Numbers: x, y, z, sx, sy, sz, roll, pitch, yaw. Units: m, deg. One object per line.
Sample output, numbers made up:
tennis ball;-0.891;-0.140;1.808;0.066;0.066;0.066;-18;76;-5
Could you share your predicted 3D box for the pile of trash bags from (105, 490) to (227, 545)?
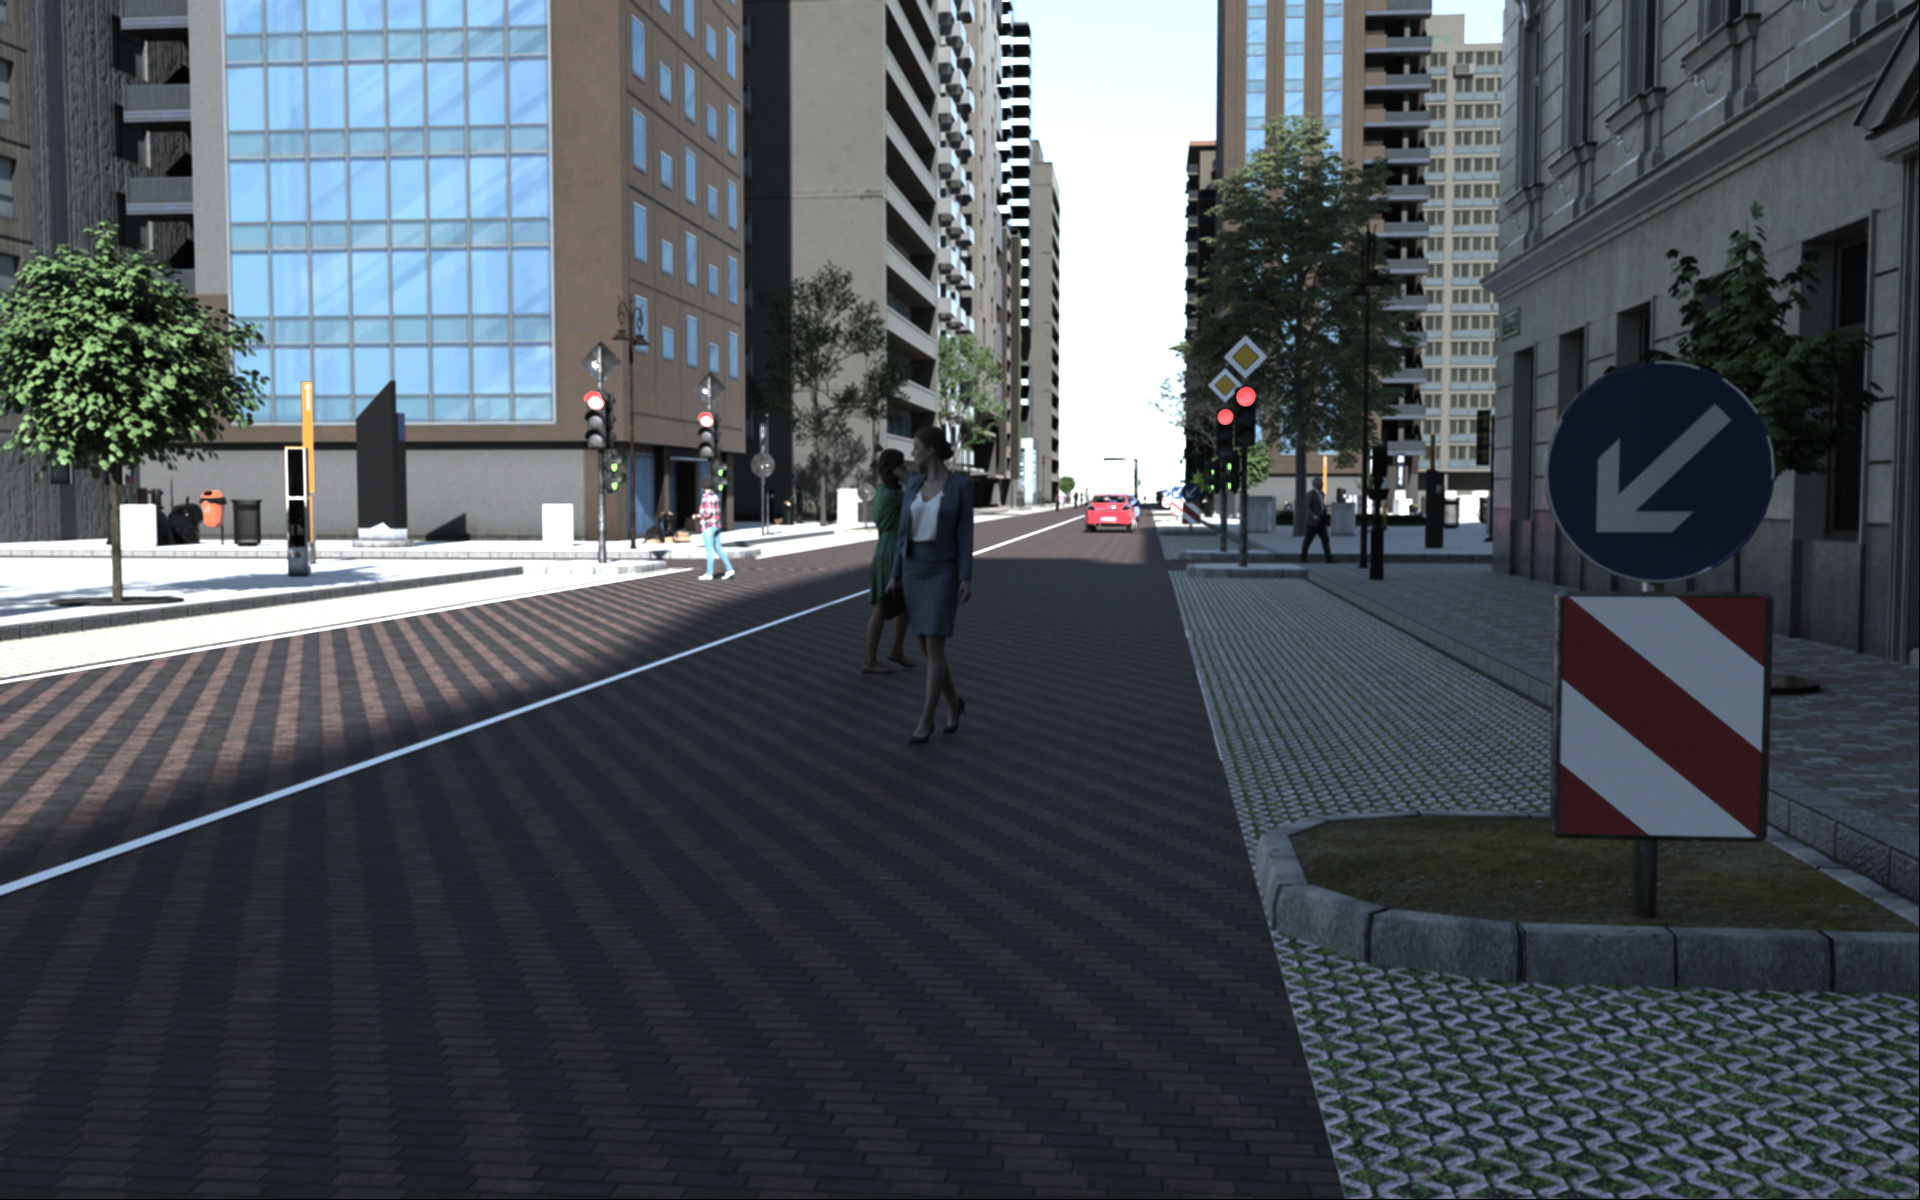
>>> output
pile of trash bags;-19.928;-2.089;43.900;3.447;1.369;1.912;2;4;24

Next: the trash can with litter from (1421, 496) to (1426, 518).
trash can with litter;20.976;-4.175;79.326;2.233;1.210;1.678;-2;4;-32

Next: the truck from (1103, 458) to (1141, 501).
truck;12.969;-9.173;138.893;2.839;4.237;11.283;0;4;7

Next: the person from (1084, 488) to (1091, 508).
person;7.059;-5.251;94.622;0.573;1.790;0.520;-1;4;-21

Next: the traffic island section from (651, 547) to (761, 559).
traffic island section;-5.766;-1.080;39.933;2.009;0.180;2.903;0;4;6

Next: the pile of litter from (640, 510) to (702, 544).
pile of litter;-7.549;-1.920;45.360;1.719;0.858;1.176;-1;4;-17

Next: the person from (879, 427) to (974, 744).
person;-0.119;-0.100;10.151;0.581;1.822;0.654;3;5;44

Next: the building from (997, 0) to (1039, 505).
building;-1.030;-55.107;213.667;22.319;86.520;31.000;0;4;6

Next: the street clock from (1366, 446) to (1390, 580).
street clock;6.271;-1.311;26.010;0.358;2.002;0.471;0;4;8

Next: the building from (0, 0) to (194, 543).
building;-31.179;-22.378;49.474;14.086;41.232;14.154;0;4;6

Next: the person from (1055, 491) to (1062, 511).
person;8.389;-8.465;147.586;0.721;1.739;1.217;-2;4;-25

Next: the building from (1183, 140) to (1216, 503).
building;38.461;-34.001;210.547;22.147;44.769;28.867;0;4;6

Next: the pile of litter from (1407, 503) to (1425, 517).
pile of litter;21.259;-4.135;81.570;1.719;0.858;1.176;1;4;18

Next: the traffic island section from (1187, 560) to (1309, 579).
traffic island section;5.049;-0.517;30.732;2.009;0.180;2.903;0;4;6

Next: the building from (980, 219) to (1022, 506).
building;-1.027;-25.054;181.339;14.160;30.474;14.107;0;4;6

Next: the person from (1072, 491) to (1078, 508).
person;11.507;-10.045;173.251;0.721;1.766;1.217;-2;4;-26

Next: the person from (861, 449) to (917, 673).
person;-0.565;-0.319;13.957;0.529;1.795;0.600;-2;4;-26

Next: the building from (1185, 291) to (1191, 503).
building;37.490;-28.245;233.506;14.160;30.474;14.107;0;4;6

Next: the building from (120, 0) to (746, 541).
building;-15.095;-24.637;52.931;14.600;45.320;14.200;0;4;6

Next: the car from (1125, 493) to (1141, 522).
car;8.601;-5.021;91.683;1.945;1.707;3.694;0;4;4

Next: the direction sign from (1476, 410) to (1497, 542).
direction sign;14.359;-3.348;46.739;0.876;3.537;0.379;3;4;38

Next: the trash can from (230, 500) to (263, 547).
trash can;-17.502;-1.888;42.519;0.748;1.137;0.748;0;3;0

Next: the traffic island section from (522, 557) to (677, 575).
traffic island section;-6.624;-0.594;31.994;2.009;0.180;2.903;0;4;6

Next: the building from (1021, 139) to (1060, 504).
building;2.707;-37.745;240.827;21.300;48.544;21.600;0;4;6

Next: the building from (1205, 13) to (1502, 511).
building;37.013;-27.706;144.879;32.217;40.220;23.993;0;4;6

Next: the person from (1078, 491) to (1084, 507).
person;13.286;-11.026;189.501;1.217;1.735;0.721;-1;4;-13

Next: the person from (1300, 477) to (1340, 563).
person;7.343;-1.619;35.362;0.834;1.777;0.661;3;4;36

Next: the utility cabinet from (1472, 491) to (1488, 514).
utility cabinet;32.320;-6.058;107.726;1.173;1.500;0.318;-3;4;-38

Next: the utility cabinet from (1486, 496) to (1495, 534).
utility cabinet;17.633;-2.768;56.416;1.020;1.237;0.306;-2;4;-25

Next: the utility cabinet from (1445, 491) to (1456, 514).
utility cabinet;31.058;-6.178;109.693;0.318;1.500;1.173;3;4;36

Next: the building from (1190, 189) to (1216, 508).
building;29.682;-24.106;165.829;14.160;30.474;14.107;0;4;6

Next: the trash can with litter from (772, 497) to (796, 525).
trash can with litter;-7.282;-3.665;71.312;1.055;1.170;0.624;2;4;30

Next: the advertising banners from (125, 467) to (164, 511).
advertising banners;-21.899;-3.072;46.410;0.090;3.025;2.074;0;4;2

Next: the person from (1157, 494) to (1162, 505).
person;25.137;-12.700;216.698;0.990;1.755;0.434;2;4;34

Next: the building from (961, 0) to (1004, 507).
building;-10.355;-34.880;159.523;28.713;52.752;27.495;0;4;6

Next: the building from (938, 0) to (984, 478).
building;-10.783;-31.251;130.556;23.786;49.044;30.456;0;4;6

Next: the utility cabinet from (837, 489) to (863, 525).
utility cabinet;-4.481;-3.774;70.377;0.318;1.500;1.173;3;5;40

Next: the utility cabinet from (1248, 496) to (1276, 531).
utility cabinet;10.597;-3.040;60.864;1.020;1.237;0.306;3;5;40

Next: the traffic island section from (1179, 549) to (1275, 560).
traffic island section;5.907;-1.002;38.671;2.009;0.180;2.903;0;4;6

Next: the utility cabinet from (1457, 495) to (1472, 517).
utility cabinet;27.869;-5.172;95.726;1.020;1.237;0.306;-3;5;-39

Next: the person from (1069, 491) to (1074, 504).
person;14.369;-13.306;226.051;1.348;1.824;0.705;1;4;12

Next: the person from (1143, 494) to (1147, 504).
person;25.630;-13.928;239.458;0.421;1.427;0.697;-1;4;-22

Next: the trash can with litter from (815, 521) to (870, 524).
trash can with litter;-5.099;-3.871;74.348;2.233;1.210;1.678;1;4;16

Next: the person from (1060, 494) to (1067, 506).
person;11.986;-11.503;199.798;0.991;1.433;0.599;-2;4;-32

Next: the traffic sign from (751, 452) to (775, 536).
traffic sign;-6.043;-3.237;53.029;0.768;2.556;0.104;1;4;10

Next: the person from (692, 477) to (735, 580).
person;-4.144;-1.206;29.052;0.643;1.720;0.563;1;4;17

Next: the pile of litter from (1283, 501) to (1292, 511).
pile of litter;19.778;-5.441;102.926;1.176;0.858;1.719;3;5;43

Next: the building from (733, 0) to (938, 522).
building;-12.970;-28.553;90.541;21.300;48.544;21.600;0;4;6

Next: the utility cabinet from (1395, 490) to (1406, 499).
utility cabinet;25.071;-5.507;98.716;0.318;1.500;1.173;2;4;29

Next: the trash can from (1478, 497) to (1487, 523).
trash can;23.235;-3.961;76.409;0.748;1.137;0.748;0;3;0

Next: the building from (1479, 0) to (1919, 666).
building;14.441;-14.039;5.952;17.030;29.872;44.131;0;4;6

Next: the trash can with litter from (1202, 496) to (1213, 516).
trash can with litter;14.159;-5.360;99.030;0.624;1.170;1.055;0;4;8

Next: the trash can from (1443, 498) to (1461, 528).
trash can;18.399;-3.260;64.960;0.748;1.137;0.748;0;3;0

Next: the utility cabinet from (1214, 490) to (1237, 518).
utility cabinet;14.191;-5.129;92.532;1.173;1.500;0.318;2;4;24

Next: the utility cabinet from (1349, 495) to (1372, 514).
utility cabinet;18.229;-4.138;78.813;1.020;1.237;0.306;1;4;13

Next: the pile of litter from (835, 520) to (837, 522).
pile of litter;-4.973;-3.942;78.414;1.176;0.858;1.719;-2;4;-33

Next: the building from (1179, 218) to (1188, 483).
building;44.511;-38.835;254.552;23.786;49.044;30.456;0;4;6

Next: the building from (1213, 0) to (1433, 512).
building;25.876;-29.130;126.393;14.600;45.320;14.200;0;4;6

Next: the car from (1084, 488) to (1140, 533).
car;5.778;-3.489;66.083;2.155;1.783;4.494;0;4;8
